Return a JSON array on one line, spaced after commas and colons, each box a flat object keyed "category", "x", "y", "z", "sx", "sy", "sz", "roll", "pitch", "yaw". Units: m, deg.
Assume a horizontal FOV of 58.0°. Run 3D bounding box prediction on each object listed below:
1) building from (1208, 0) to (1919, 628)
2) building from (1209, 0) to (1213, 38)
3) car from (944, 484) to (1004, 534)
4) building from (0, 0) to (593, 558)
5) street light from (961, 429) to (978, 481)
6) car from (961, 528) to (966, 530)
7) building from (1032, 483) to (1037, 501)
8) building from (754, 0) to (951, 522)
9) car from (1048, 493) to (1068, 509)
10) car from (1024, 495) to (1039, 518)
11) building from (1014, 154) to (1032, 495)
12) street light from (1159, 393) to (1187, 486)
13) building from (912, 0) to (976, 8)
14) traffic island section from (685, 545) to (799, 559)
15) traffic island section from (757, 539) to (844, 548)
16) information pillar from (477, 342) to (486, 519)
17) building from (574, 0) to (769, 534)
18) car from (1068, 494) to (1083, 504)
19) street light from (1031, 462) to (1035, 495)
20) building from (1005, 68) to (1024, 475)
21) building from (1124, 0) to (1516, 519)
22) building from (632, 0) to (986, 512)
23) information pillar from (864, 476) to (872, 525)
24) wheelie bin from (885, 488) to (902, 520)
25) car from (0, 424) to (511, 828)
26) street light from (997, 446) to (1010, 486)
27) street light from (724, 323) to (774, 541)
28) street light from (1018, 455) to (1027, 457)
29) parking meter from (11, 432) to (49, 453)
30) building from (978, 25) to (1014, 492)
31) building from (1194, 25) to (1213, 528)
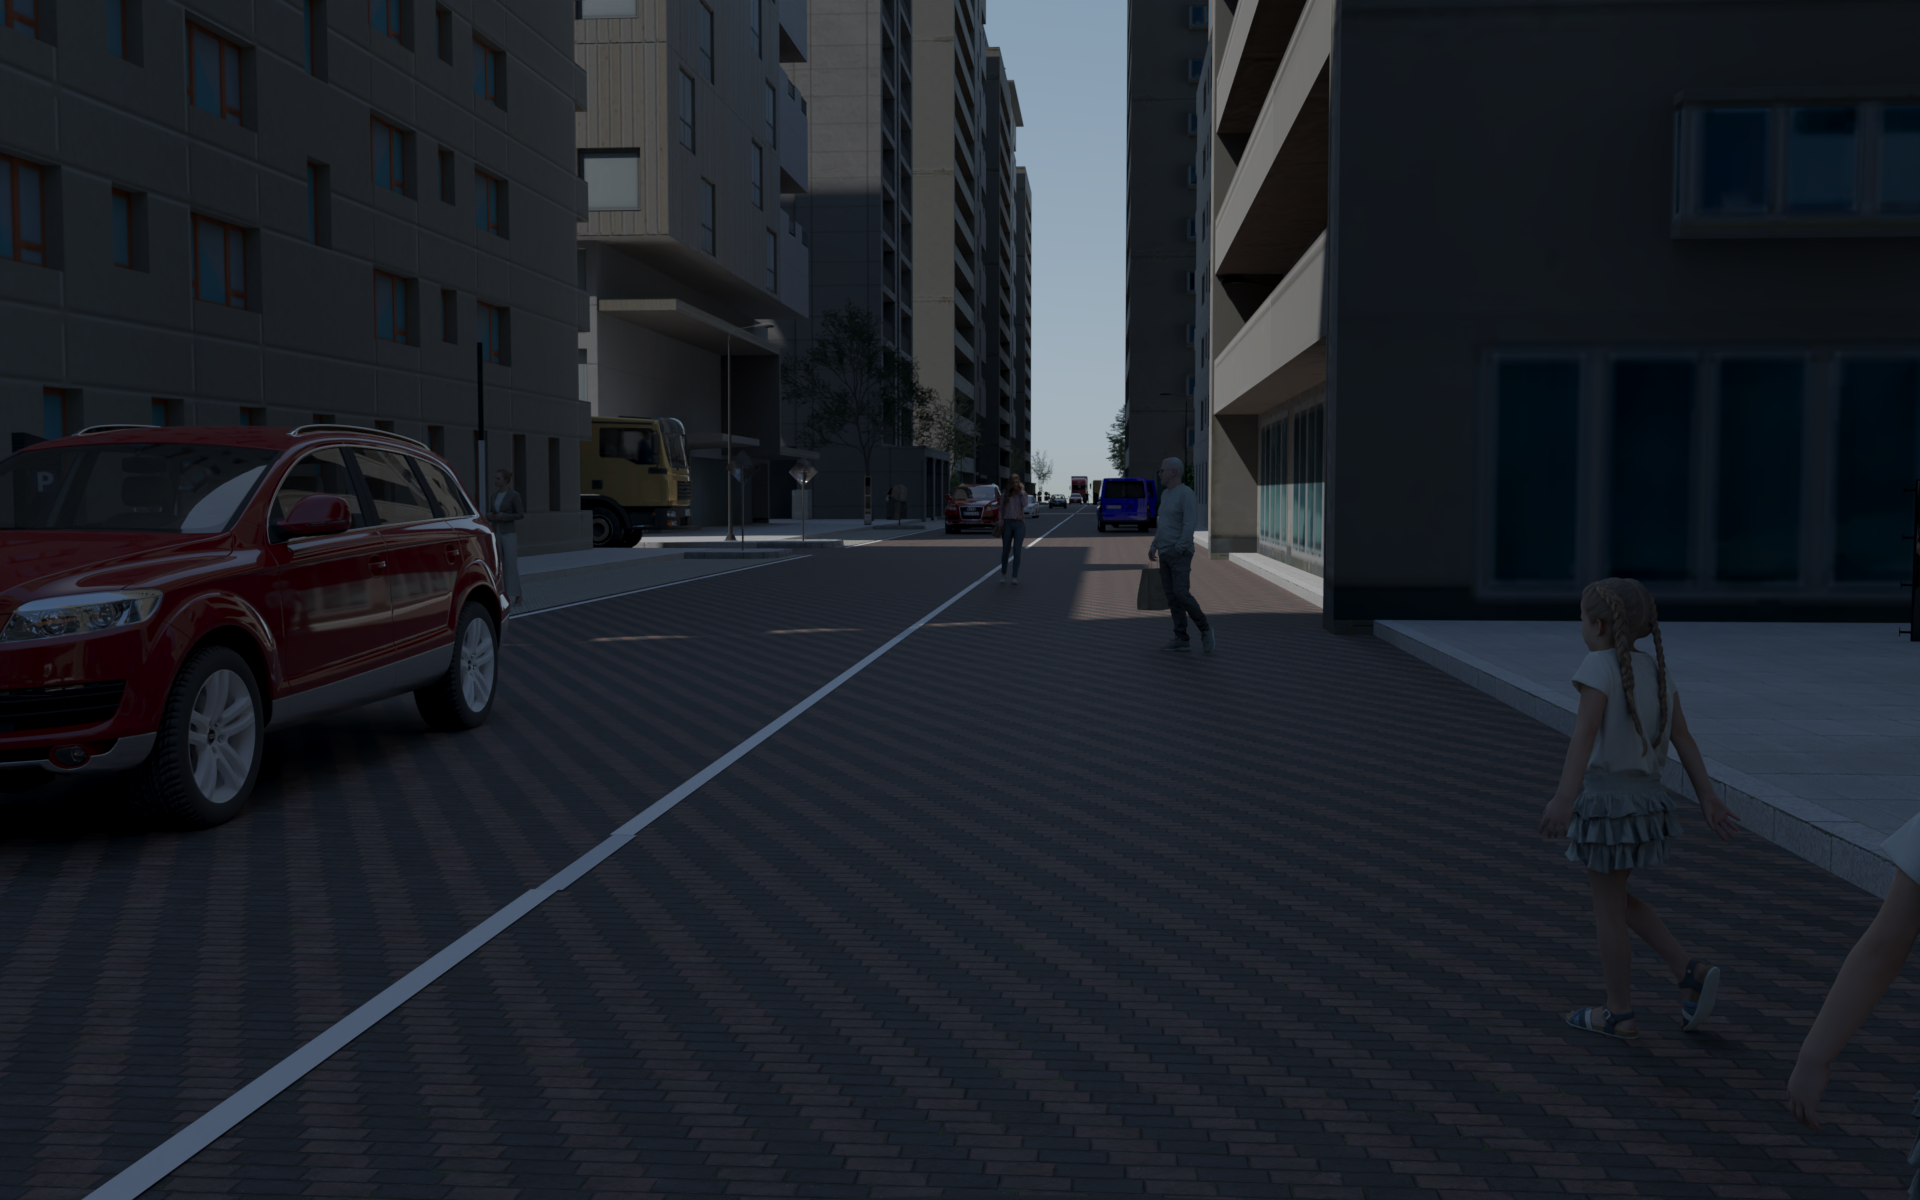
[{"category": "building", "x": 15.278, "y": -24.590, "z": 25.747, "sx": 21.300, "sy": 48.544, "sz": 21.600, "roll": 0, "pitch": 4, "yaw": 5}, {"category": "building", "x": 19.338, "y": -26.501, "z": 83.399, "sx": 14.600, "sy": 45.320, "sz": 14.200, "roll": 0, "pitch": 4, "yaw": 5}, {"category": "car", "x": 0.619, "y": -3.380, "z": 63.939, "sx": 2.281, "sy": 1.827, "sz": 5.304, "roll": 0, "pitch": 4, "yaw": 5}, {"category": "building", "x": -24.048, "y": -11.126, "z": 26.958, "sx": 28.899, "sy": 21.520, "sz": 27.650, "roll": 0, "pitch": 4, "yaw": 5}, {"category": "street light", "x": 0.624, "y": -9.275, "z": 124.193, "sx": 1.470, "sy": 5.913, "sz": 1.316, "roll": 0, "pitch": 4, "yaw": 5}, {"category": "car", "x": 0.958, "y": -3.725, "z": 71.131, "sx": 2.015, "sy": 1.641, "sz": 3.980, "roll": 0, "pitch": 4, "yaw": 3}, {"category": "building", "x": -4.473, "y": -35.197, "z": 267.349, "sx": 32.217, "sy": 40.220, "sz": 23.993, "roll": 0, "pitch": 4, "yaw": 5}, {"category": "building", "x": -11.120, "y": -40.292, "z": 97.026, "sx": 20.563, "sy": 71.187, "sz": 20.611, "roll": 0, "pitch": 4, "yaw": 5}, {"category": "car", "x": 9.742, "y": -9.932, "z": 172.182, "sx": 2.009, "sy": 1.686, "sz": 4.222, "roll": 0, "pitch": 4, "yaw": 5}, {"category": "car", "x": 3.757, "y": -5.606, "z": 104.015, "sx": 2.083, "sy": 1.381, "sz": 4.827, "roll": 0, "pitch": 4, "yaw": 5}, {"category": "building", "x": -1.022, "y": -37.932, "z": 243.897, "sx": 21.300, "sy": 48.544, "sz": 21.600, "roll": 0, "pitch": 4, "yaw": 5}, {"category": "street light", "x": 9.809, "y": -6.536, "z": 79.408, "sx": 1.470, "sy": 5.913, "sz": 1.316, "roll": 0, "pitch": 4, "yaw": 5}, {"category": "building", "x": -10.195, "y": -31.167, "z": 133.288, "sx": 21.300, "sy": 48.544, "sz": 21.600, "roll": 0, "pitch": 4, "yaw": 5}, {"category": "traffic island section", "x": -4.961, "y": -1.047, "z": 39.407, "sx": 2.009, "sy": 0.180, "sz": 2.903, "roll": 0, "pitch": 4, "yaw": 5}, {"category": "traffic island section", "x": -4.307, "y": -1.534, "z": 47.365, "sx": 2.009, "sy": 0.180, "sz": 2.903, "roll": 0, "pitch": 4, "yaw": 5}, {"category": "information pillar", "x": -7.444, "y": -2.178, "z": 26.960, "sx": 0.183, "sy": 3.616, "sz": 0.504, "roll": -1, "pitch": 4, "yaw": -14}, {"category": "building", "x": -20.599, "y": -28.932, "z": 62.272, "sx": 28.713, "sy": 52.752, "sz": 27.495, "roll": 0, "pitch": 4, "yaw": 5}, {"category": "car", "x": 15.982, "y": -14.098, "z": 239.536, "sx": 2.155, "sy": 1.783, "sz": 4.494, "roll": 0, "pitch": 4, "yaw": 5}, {"category": "street light", "x": 10.765, "y": -16.865, "z": 248.275, "sx": 1.470, "sy": 5.913, "sz": 1.316, "roll": 0, "pitch": 4, "yaw": 5}, {"category": "building", "x": -6.829, "y": -38.558, "z": 219.660, "sx": 28.713, "sy": 52.752, "sz": 27.495, "roll": 0, "pitch": 4, "yaw": 5}, {"category": "building", "x": 21.317, "y": -29.687, "z": 109.077, "sx": 21.300, "sy": 48.544, "sz": 21.600, "roll": 0, "pitch": 4, "yaw": 5}, {"category": "building", "x": -11.720, "y": -34.779, "z": 157.868, "sx": 28.713, "sy": 52.752, "sz": 27.495, "roll": 0, "pitch": 4, "yaw": 5}, {"category": "information pillar", "x": -3.804, "y": -4.086, "z": 71.305, "sx": 0.304, "sy": 2.012, "sz": 0.304, "roll": -1, "pitch": 4, "yaw": -9}, {"category": "wheelie bin", "x": -3.239, "y": -4.767, "z": 85.841, "sx": 0.693, "sy": 1.594, "sz": 0.980, "roll": 3, "pitch": 4, "yaw": 36}, {"category": "car", "x": -4.055, "y": -0.031, "z": 9.176, "sx": 2.281, "sy": 1.827, "sz": 5.304, "roll": 0, "pitch": 4, "yaw": 4}, {"category": "street light", "x": 4.089, "y": -11.822, "z": 165.829, "sx": 1.470, "sy": 5.913, "sz": 1.316, "roll": 0, "pitch": 4, "yaw": 5}, {"category": "street light", "x": -5.753, "y": -4.573, "z": 47.307, "sx": 1.470, "sy": 5.913, "sz": 1.316, "roll": 0, "pitch": 4, "yaw": 5}, {"category": "street light", "x": 7.316, "y": -14.318, "z": 206.637, "sx": 1.470, "sy": 5.913, "sz": 1.316, "roll": 0, "pitch": 4, "yaw": 5}, {"category": "parking meter", "x": -8.820, "y": -0.667, "z": 16.615, "sx": 0.255, "sy": 1.863, "sz": 0.399, "roll": 2, "pitch": 4, "yaw": 32}, {"category": "building", "x": -5.867, "y": -34.153, "z": 182.108, "sx": 21.300, "sy": 48.544, "sz": 21.600, "roll": 0, "pitch": 4, "yaw": 5}, {"category": "building", "x": 23.453, "y": -13.154, "z": 60.107, "sx": 28.899, "sy": 21.520, "sz": 27.650, "roll": 0, "pitch": 4, "yaw": 5}]
